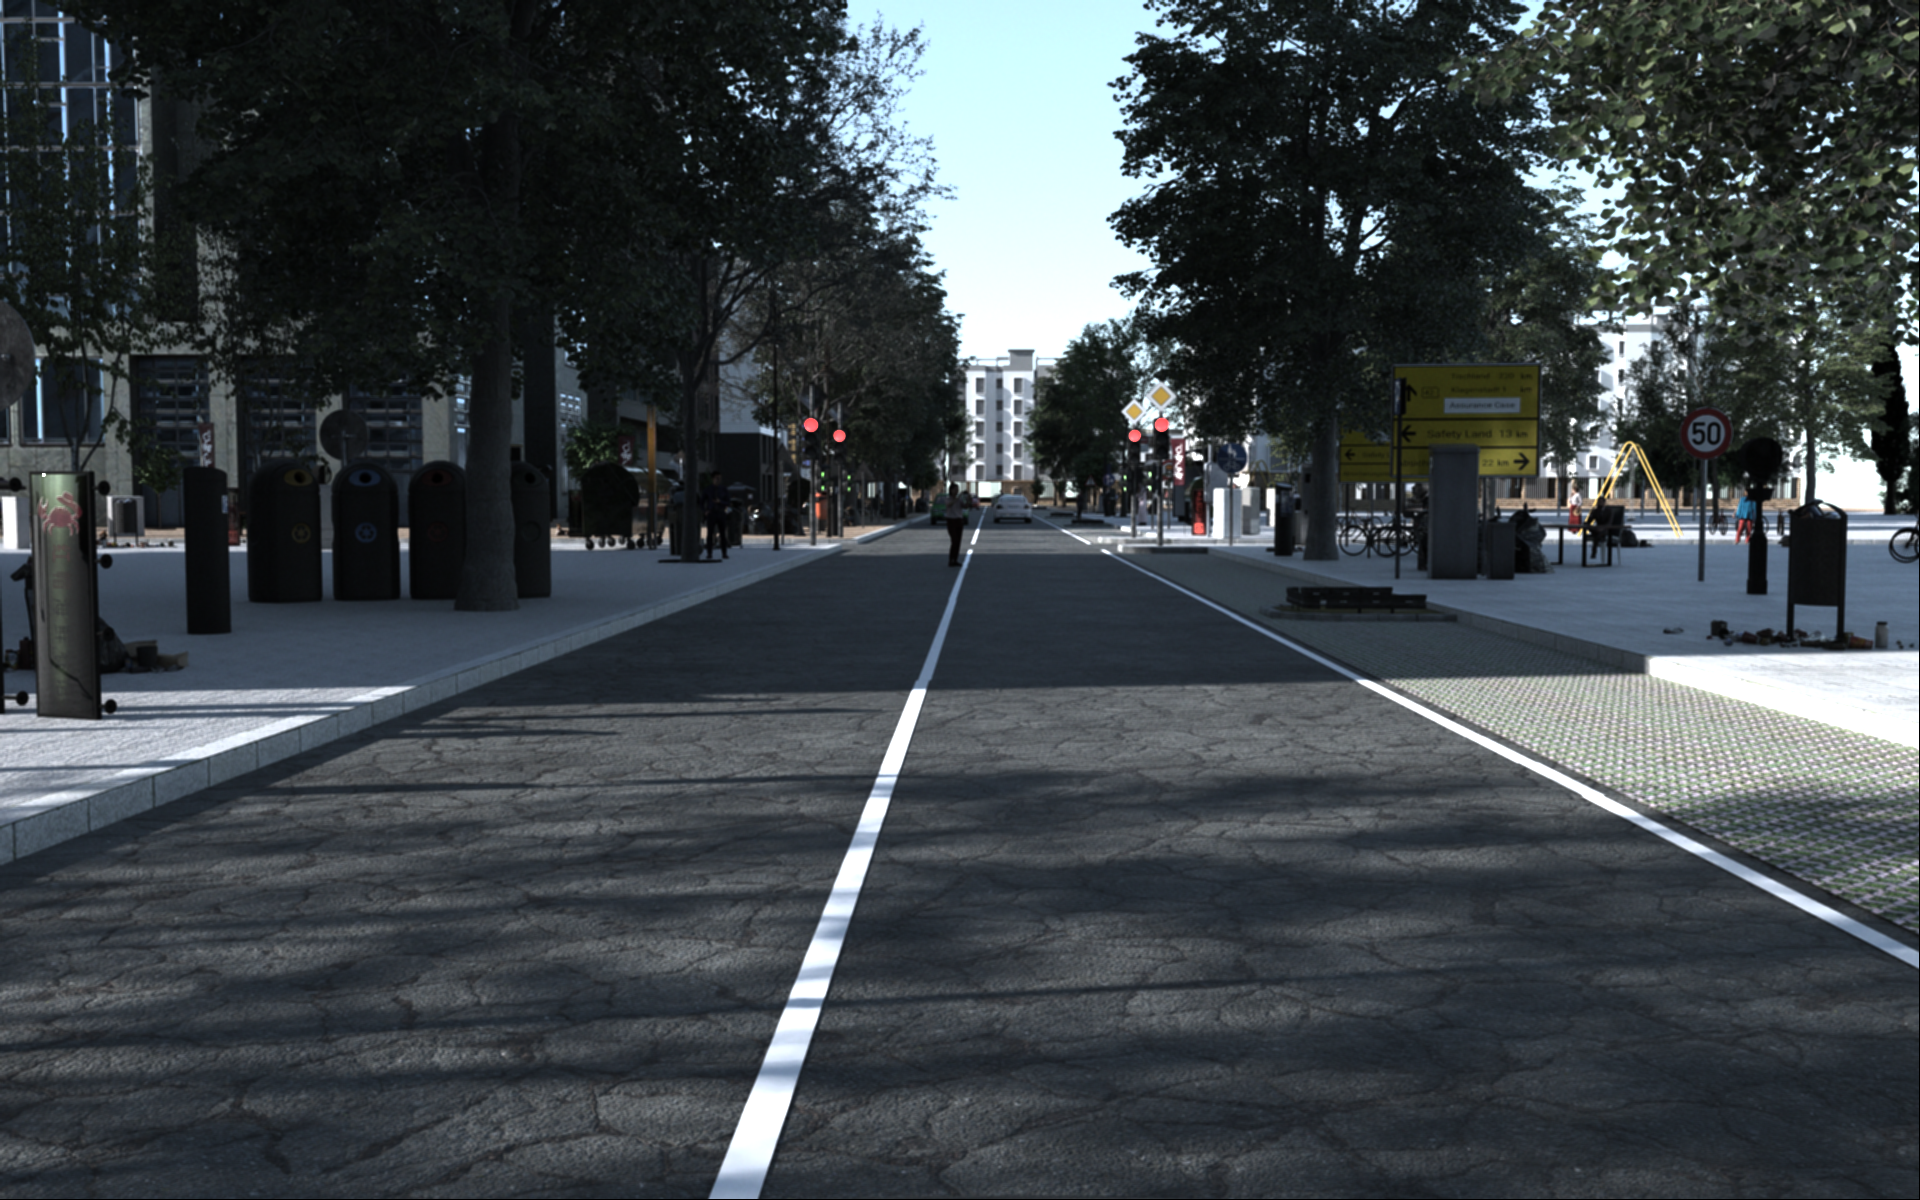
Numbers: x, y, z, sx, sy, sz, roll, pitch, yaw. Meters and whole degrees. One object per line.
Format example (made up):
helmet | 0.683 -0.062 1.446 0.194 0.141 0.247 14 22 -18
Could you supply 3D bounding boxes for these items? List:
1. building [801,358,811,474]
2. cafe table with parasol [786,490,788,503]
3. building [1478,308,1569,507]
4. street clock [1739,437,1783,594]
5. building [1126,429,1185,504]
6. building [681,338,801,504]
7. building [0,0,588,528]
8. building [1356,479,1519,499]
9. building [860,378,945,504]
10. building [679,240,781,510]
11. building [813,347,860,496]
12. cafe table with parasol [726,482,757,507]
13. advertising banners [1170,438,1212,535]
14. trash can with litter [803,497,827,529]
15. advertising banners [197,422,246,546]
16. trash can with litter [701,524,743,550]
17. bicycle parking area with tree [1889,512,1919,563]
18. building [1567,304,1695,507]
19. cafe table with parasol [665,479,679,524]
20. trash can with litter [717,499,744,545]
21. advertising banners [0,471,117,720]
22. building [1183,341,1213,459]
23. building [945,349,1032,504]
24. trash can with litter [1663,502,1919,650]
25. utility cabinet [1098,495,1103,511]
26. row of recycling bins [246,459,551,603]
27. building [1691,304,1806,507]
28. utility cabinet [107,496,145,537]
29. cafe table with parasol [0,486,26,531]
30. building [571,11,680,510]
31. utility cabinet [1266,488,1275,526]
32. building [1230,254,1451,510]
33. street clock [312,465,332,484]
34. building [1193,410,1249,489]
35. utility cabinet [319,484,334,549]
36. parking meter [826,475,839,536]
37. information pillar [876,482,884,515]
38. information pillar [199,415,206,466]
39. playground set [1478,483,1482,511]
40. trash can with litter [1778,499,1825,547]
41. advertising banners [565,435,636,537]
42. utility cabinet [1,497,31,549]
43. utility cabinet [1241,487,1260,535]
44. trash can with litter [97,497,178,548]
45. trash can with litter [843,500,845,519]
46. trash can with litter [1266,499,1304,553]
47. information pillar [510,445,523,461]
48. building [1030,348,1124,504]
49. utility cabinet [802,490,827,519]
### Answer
building | -21.604 -19.874 181.355 11.380 20.091 16.016 0 4 1
cafe table with parasol | -10.959 -6.970 118.819 2.610 1.966 2.610 -3 5 -43
building | 54.608 -19.815 180.388 11.380 20.091 16.016 0 4 1
street clock | 10.222 -1.076 22.157 0.471 2.002 0.358 0 4 5
building | 35.771 -17.442 227.327 28.070 9.664 9.099 0 4 1
building | -24.120 -18.885 165.188 16.016 20.091 11.380 0 4 1
building | -30.012 -46.813 78.066 22.319 86.520 31.000 0 4 1
building | 63.860 -17.493 228.150 28.070 9.664 9.099 0 4 1
building | -7.711 -22.975 232.066 11.380 20.091 16.016 0 4 1
building | -30.731 -18.306 143.283 27.936 21.610 32.646 0 4 1
building | -30.547 -24.119 238.324 32.646 21.610 27.936 0 4 1
cafe table with parasol | -12.808 -5.796 99.628 2.610 1.966 2.610 3 4 38
advertising banners | 7.478 -3.528 53.875 2.074 3.025 0.090 2 4 32
trash can with litter | -5.278 -3.183 63.423 0.624 1.170 1.055 1 4 20
advertising banners | -18.027 -2.855 42.862 0.090 3.025 2.074 1 4 23
trash can with litter | -5.969 -1.821 40.838 1.678 1.210 2.233 0 4 0
bicycle parking area with tree | 20.390 -2.588 29.311 9.016 4.147 8.231 3 4 37
building | 66.312 -19.710 178.679 11.380 20.091 16.016 0 4 1
cafe table with parasol | -12.792 -4.323 75.546 2.610 1.966 2.610 -1 4 -20
trash can with litter | -5.801 -1.940 43.104 0.624 1.170 1.055 -2 4 -32
advertising banners | -5.780 -0.849 10.073 2.074 3.025 0.090 1 4 20
building | 31.657 -19.876 181.384 16.016 20.091 11.380 0 4 1
building | 4.214 -22.978 232.107 11.380 20.091 16.016 0 4 1
trash can with litter | 7.197 -0.246 15.072 1.678 1.210 2.233 -2 4 -24
utility cabinet | 9.584 -6.251 113.372 1.020 1.237 0.306 0 4 -1
row of recycling bins | -6.837 -0.861 21.198 3.534 1.692 1.069 -1 4 -19
building | 78.194 -19.742 179.202 11.380 20.091 16.016 0 4 1
utility cabinet | -25.327 -2.535 52.603 0.306 1.237 1.020 2 4 33
cafe table with parasol | -34.007 -3.433 60.990 2.610 1.966 2.610 2 4 24
building | -31.057 -29.956 113.485 21.300 48.544 21.600 0 4 1
utility cabinet | 12.433 -3.647 68.302 0.318 1.500 1.173 -1 4 -10
building | 30.766 -17.421 141.252 16.016 20.091 11.380 0 4 1
street clock | -15.886 -2.359 43.137 0.358 2.002 0.471 1 4 22
building | 27.929 -13.451 162.078 9.099 9.664 28.070 0 4 1
utility cabinet | -14.746 -1.895 39.658 1.173 1.500 0.318 -2 4 -25
parking meter | -3.883 -2.898 53.101 0.255 1.863 0.399 2 4 34
information pillar | -5.042 -7.243 109.771 0.504 3.616 0.183 0 4 -1
information pillar | -22.205 -3.648 50.995 0.504 3.616 0.183 3 5 41
playground set | 34.031 -8.301 122.493 5.637 4.214 5.302 0 4 -1
trash can with litter | 20.303 -1.863 41.842 0.624 1.170 1.055 -2 4 -32
advertising banners | -10.659 -3.378 51.419 2.074 3.025 0.090 -1 4 -16
utility cabinet | -22.205 -1.810 40.759 1.020 1.237 0.306 3 5 44
utility cabinet | 9.136 -2.791 54.313 0.318 1.500 1.173 2 4 24
trash can with litter | -19.693 -1.871 41.643 2.233 1.210 1.678 0 4 -7
trash can with litter | -5.442 -4.324 82.082 1.055 1.170 0.624 1 4 19
trash can with litter | 7.675 -1.705 38.929 2.233 1.210 1.678 -3 5 -44
information pillar | -6.712 -1.313 25.967 0.304 2.012 0.304 -1 4 -21
building | 15.592 -22.877 230.452 11.380 20.091 16.016 0 4 1
utility cabinet | -7.249 -4.746 86.280 1.173 1.500 0.318 1 4 12
